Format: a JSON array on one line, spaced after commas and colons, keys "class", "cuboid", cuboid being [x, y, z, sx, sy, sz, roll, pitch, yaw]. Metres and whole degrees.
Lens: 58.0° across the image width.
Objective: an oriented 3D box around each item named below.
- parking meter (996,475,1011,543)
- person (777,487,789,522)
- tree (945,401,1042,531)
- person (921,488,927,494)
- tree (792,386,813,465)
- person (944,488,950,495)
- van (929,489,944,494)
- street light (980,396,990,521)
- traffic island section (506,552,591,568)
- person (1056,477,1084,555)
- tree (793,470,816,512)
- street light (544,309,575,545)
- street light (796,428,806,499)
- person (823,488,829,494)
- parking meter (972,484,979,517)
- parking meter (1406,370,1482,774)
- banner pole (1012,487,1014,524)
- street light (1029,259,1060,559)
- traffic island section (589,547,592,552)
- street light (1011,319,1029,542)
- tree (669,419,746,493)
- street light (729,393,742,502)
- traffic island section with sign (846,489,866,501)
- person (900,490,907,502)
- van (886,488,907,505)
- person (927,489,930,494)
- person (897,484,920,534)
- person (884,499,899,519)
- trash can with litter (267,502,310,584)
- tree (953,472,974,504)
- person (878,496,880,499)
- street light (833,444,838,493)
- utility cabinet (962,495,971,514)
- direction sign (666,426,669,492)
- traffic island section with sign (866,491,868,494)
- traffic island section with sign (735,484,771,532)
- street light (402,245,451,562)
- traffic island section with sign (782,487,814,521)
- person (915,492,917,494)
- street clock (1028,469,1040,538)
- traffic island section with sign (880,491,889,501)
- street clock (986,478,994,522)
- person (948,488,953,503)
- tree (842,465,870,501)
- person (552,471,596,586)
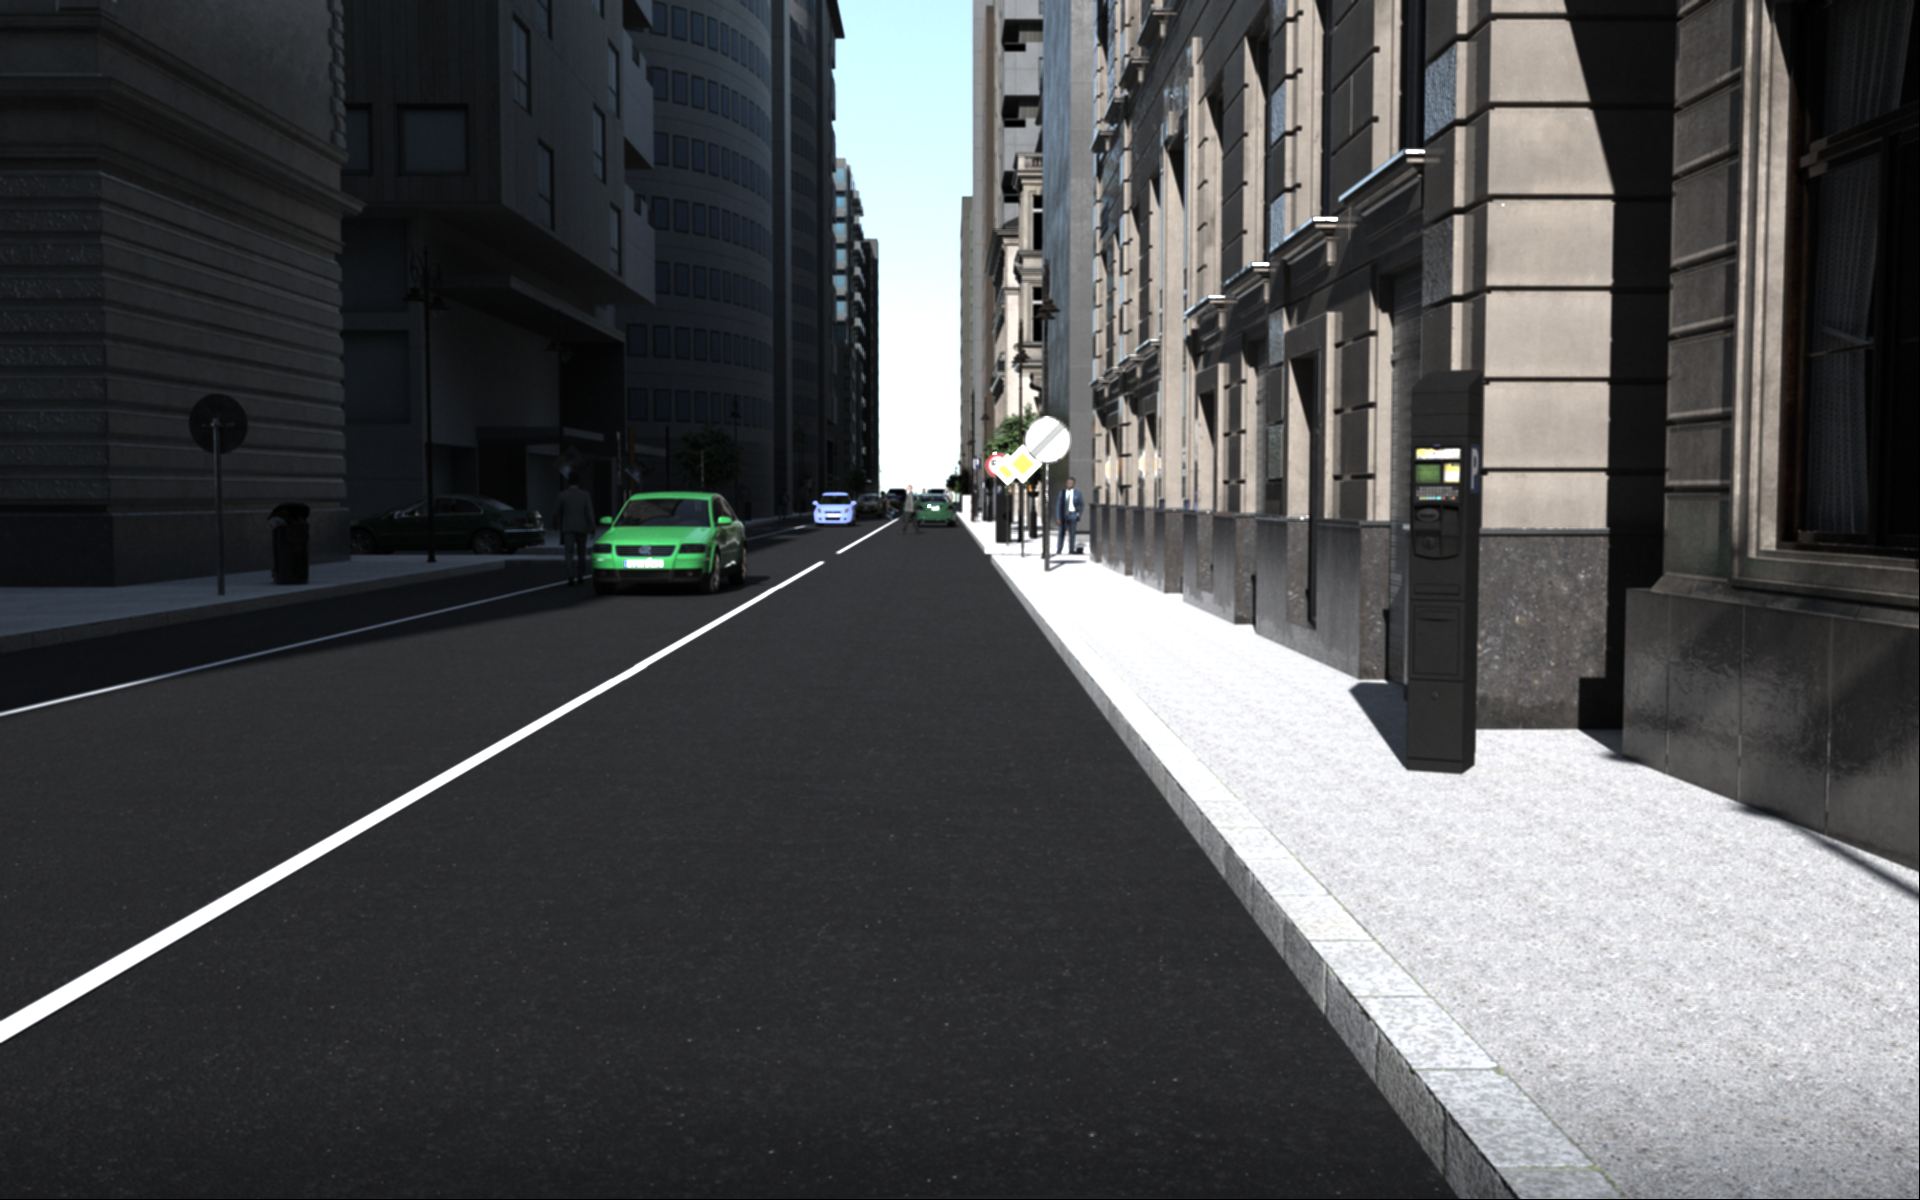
[{"class": "parking meter", "cuboid": [1.143, -2.428, 45.414, 0.255, 1.863, 0.399, -2, 4, -35]}, {"class": "person", "cuboid": [-9.014, -4.865, 88.395, 0.623, 1.781, 0.721, 0, 4, -4]}, {"class": "tree", "cuboid": [2.351, -4.734, 61.113, 4.285, 4.588, 4.351, 0, 3, 0]}, {"class": "person", "cuboid": [-1.929, -5.259, 94.903, 0.576, 1.772, 0.534, -2, 4, -28]}, {"class": "tree", "cuboid": [-11.433, -9.845, 111.328, 4.360, 8.622, 3.978, 0, 3, 0]}, {"class": "person", "cuboid": [-0.771, -6.174, 109.703, 0.793, 1.790, 0.793, -3, 5, -42]}, {"class": "van", "cuboid": [-2.775, -12.292, 205.353, 2.240, 2.365, 5.245, 0, 4, -2]}, {"class": "street light", "cuboid": [1.189, -6.657, 81.623, 0.468, 5.910, 1.993, 0, 4, -1]}, {"class": "traffic island section", "cuboid": [-7.850, -0.780, 35.034, 2.009, 0.180, 2.903, 0, 4, -1]}, {"class": "person", "cuboid": [2.411, -1.837, 38.715, 0.721, 1.800, 0.419, 0, 4, 1]}, {"class": "tree", "cuboid": [-11.173, -8.090, 126.878, 1.663, 3.219, 1.824, 0, 3, 0]}, {"class": "street light", "cuboid": [-9.989, -4.316, 43.358, 0.468, 5.910, 1.993, 0, 4, -1]}, {"class": "street light", "cuboid": [-10.867, -8.998, 119.912, 0.468, 5.910, 1.993, 0, 4, -1]}, {"class": "person", "cuboid": [-7.878, -5.740, 102.440, 0.391, 1.810, 0.635, -3, 5, -41]}, {"class": "parking meter", "cuboid": [0.869, -5.621, 97.620, 0.399, 1.863, 0.255, 0, 4, 4]}, {"class": "parking meter", "cuboid": [2.253, -0.143, 8.057, 0.255, 1.863, 0.399, 2, 4, 27]}, {"class": "banner pole", "cuboid": [2.025, -5.083, 73.130, 0.863, 3.779, 0.401, 1, 4, 13]}, {"class": "street light", "cuboid": [1.693, -3.757, 34.222, 0.468, 5.910, 1.993, 0, 4, -1]}, {"class": "traffic island section", "cuboid": [-7.938, -1.268, 43.019, 2.009, 0.180, 2.903, 0, 4, -1]}, {"class": "street light", "cuboid": [1.604, -4.468, 45.844, 0.468, 5.910, 1.993, 0, 4, -1]}, {"class": "tree", "cuboid": [-11.096, -5.652, 76.118, 4.285, 4.588, 4.351, 0, 3, 0]}, {"class": "street light", "cuboid": [-10.319, -6.541, 79.739, 0.468, 5.910, 1.993, 0, 4, -1]}, {"class": "traffic island section with sign", "cuboid": [-9.028, -8.199, 142.681, 1.989, 1.847, 2.006, 0, 4, -1]}, {"class": "person", "cuboid": [-4.792, -8.665, 150.733, 0.990, 1.755, 0.434, -1, 4, -23]}, {"class": "van", "cuboid": [-6.501, -10.759, 180.300, 2.240, 2.365, 5.245, 0, 4, 1]}, {"class": "person", "cuboid": [-2.496, -7.984, 139.017, 1.348, 1.826, 0.705, 3, 5, 40]}, {"class": "person", "cuboid": [-1.849, -3.240, 61.864, 0.834, 1.777, 0.661, 0, 4, -7]}, {"class": "person", "cuboid": [-3.918, -5.128, 97.836, 1.012, 1.151, 0.738, -3, 5, -43]}, {"class": "trash can with litter", "cuboid": [-9.673, -0.820, 24.791, 0.624, 1.170, 1.055, -2, 4, -33]}, {"class": "tree", "cuboid": [0.746, -8.900, 140.120, 1.663, 3.219, 1.824, 0, 3, 0]}, {"class": "person", "cuboid": [-9.942, -12.078, 209.161, 0.799, 1.438, 0.628, 2, 4, 29]}, {"class": "street light", "cuboid": [-11.168, -11.203, 155.963, 0.468, 5.910, 1.993, 0, 4, -1]}, {"class": "utility cabinet", "cuboid": [0.648, -6.170, 112.038, 1.020, 1.237, 0.306, 0, 4, 1]}, {"class": "direction sign", "cuboid": [-9.735, -4.020, 57.719, 0.379, 3.537, 0.876, -1, 4, -14]}, {"class": "traffic island section with sign", "cuboid": [-9.337, -9.872, 170.027, 1.989, 1.847, 2.006, 0, 4, -1]}, {"class": "traffic island section with sign", "cuboid": [-8.199, -3.492, 65.724, 1.989, 1.847, 2.006, 0, 4, -1]}, {"class": "street light", "cuboid": [-9.929, -3.644, 32.368, 0.468, 5.910, 1.993, 0, 4, -1]}, {"class": "traffic island section with sign", "cuboid": [-8.490, -5.141, 92.677, 1.989, 1.847, 2.006, 0, 4, -1]}, {"class": "person", "cuboid": [-5.528, -12.810, 218.647, 1.217, 1.736, 0.721, -1, 4, -20]}, {"class": "street clock", "cuboid": [2.136, -2.793, 50.239, 0.358, 2.002, 0.471, 1, 4, 10]}, {"class": "traffic island section with sign", "cuboid": [-10.227, -14.886, 252.015, 1.989, 1.847, 2.006, 0, 4, -1]}, {"class": "street clock", "cuboid": [1.377, -4.611, 79.966, 0.358, 2.002, 0.471, -1, 4, -20]}, {"class": "person", "cuboid": [-0.565, -5.262, 94.870, 0.374, 1.781, 0.599, 1, 4, 11]}, {"class": "tree", "cuboid": [-11.721, -12.941, 195.295, 4.285, 4.588, 4.351, 0, 3, 0]}, {"class": "person", "cuboid": [-6.073, -1.130, 27.250, 0.678, 1.792, 0.850, -1, 4, -13]}]
